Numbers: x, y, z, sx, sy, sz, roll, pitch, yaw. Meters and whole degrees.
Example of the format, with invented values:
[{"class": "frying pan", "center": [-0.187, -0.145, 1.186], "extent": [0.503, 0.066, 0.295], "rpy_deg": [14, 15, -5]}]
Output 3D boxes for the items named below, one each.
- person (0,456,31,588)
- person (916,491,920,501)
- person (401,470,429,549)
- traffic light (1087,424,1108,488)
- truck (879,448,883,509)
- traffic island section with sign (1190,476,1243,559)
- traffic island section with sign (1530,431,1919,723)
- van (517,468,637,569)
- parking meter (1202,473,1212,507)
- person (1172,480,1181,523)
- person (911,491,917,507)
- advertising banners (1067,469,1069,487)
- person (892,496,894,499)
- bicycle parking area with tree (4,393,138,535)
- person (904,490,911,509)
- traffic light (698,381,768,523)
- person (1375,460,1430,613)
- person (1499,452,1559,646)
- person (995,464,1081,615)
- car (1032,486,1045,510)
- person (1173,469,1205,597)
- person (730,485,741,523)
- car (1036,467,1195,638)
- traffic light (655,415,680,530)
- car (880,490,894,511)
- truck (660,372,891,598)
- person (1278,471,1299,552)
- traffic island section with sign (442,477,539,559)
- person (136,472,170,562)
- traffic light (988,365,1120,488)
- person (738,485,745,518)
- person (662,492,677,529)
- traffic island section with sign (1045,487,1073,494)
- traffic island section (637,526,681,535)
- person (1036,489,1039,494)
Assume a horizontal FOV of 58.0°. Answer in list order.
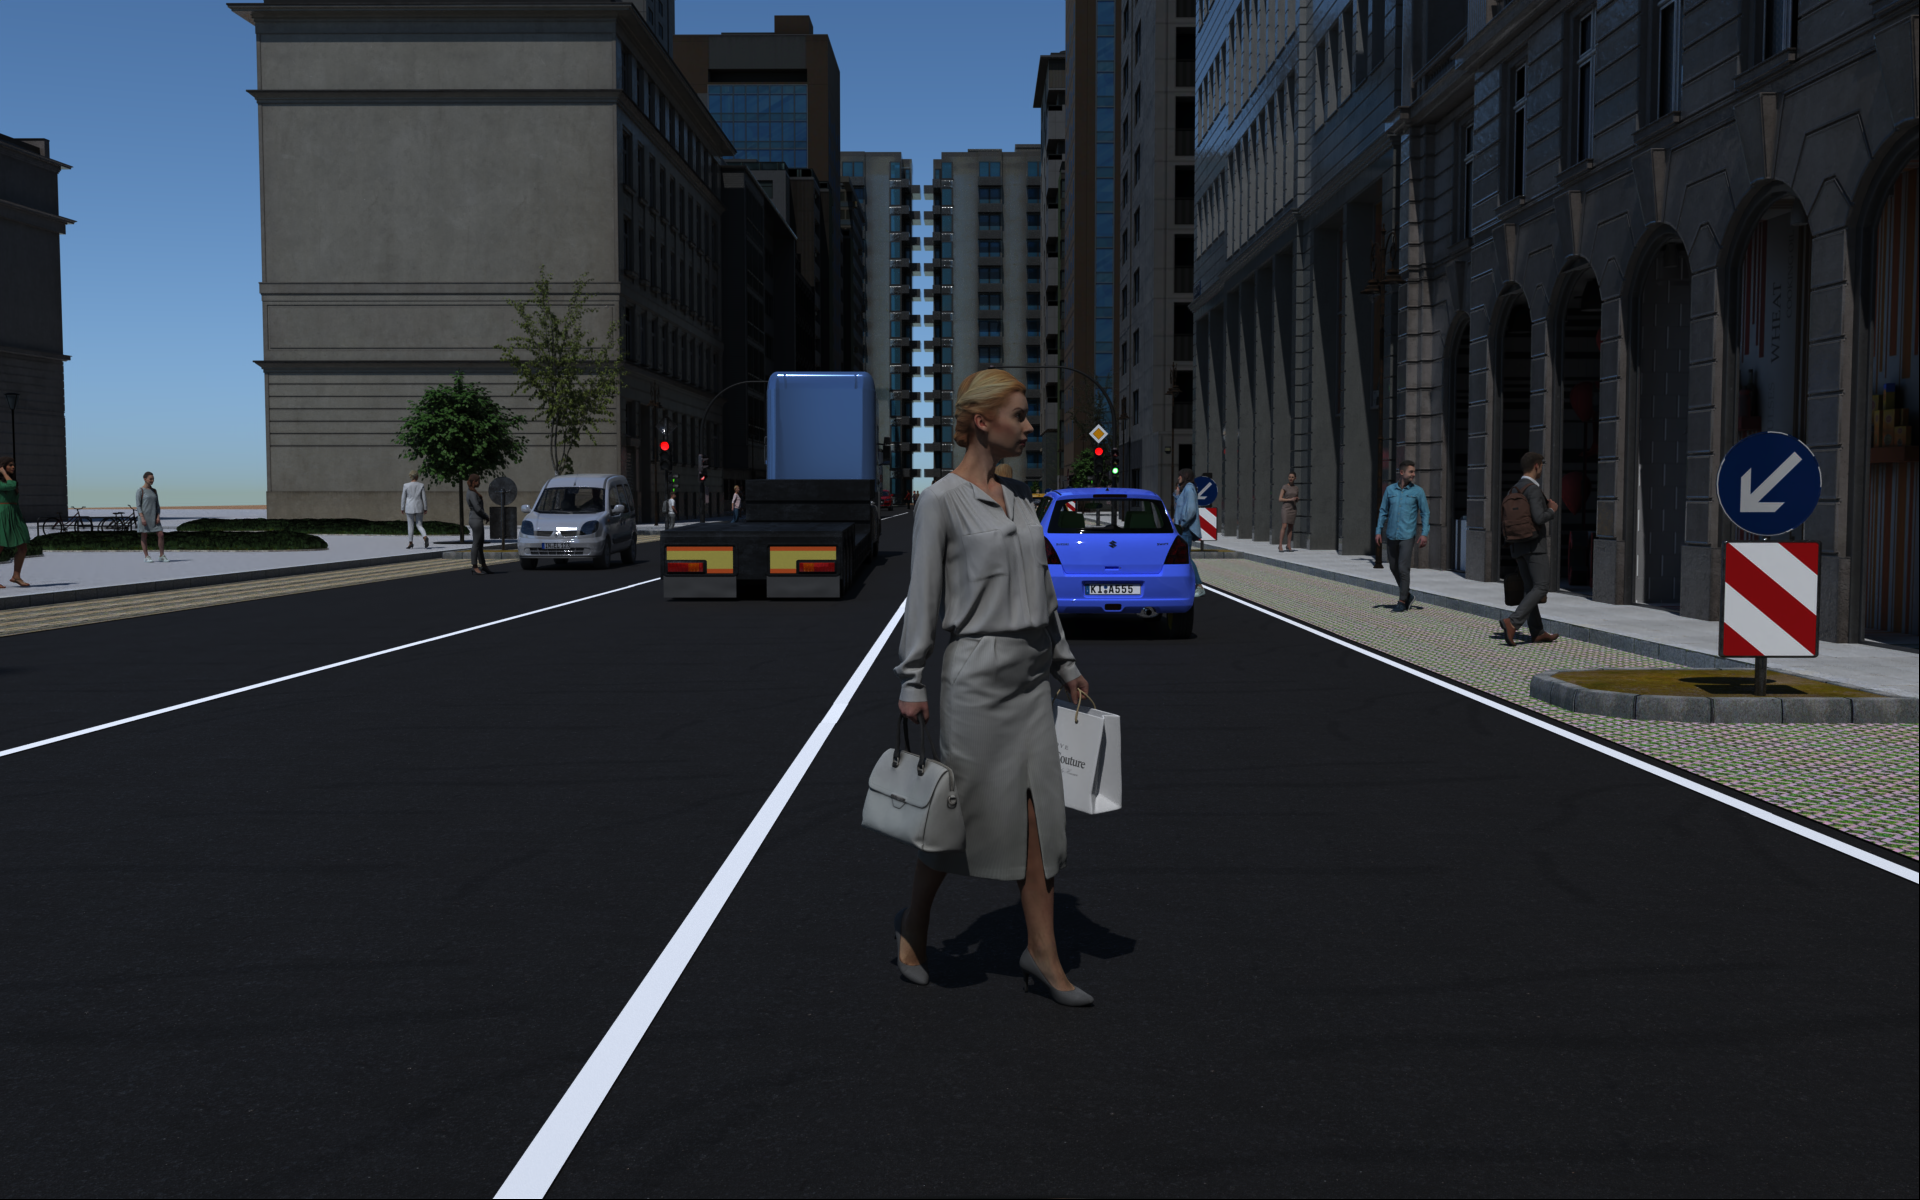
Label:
[{"class": "person", "center": [-13.020, -1.062, 23.652], "extent": [0.529, 1.795, 0.600], "rpy_deg": [0, 4, -6]}, {"class": "person", "center": [-5.062, -12.084, 206.076], "extent": [0.705, 1.823, 1.348], "rpy_deg": [-3, 5, -40]}, {"class": "person", "center": [-12.702, -2.110, 40.423], "extent": [0.818, 1.842, 0.514], "rpy_deg": [3, 5, 45]}, {"class": "traffic light", "center": [5.524, -4.923, 69.412], "extent": [0.839, 4.253, 0.868], "rpy_deg": [0, 4, 1]}, {"class": "truck", "center": [-6.138, -6.959, 102.698], "extent": [2.839, 4.237, 11.283], "rpy_deg": [0, 4, 1]}, {"class": "traffic island section with sign", "center": [5.267, -1.860, 39.039], "extent": [1.989, 1.847, 2.006], "rpy_deg": [0, 4, 1]}, {"class": "traffic island section with sign", "center": [4.997, -0.187, 11.692], "extent": [1.989, 1.847, 2.006], "rpy_deg": [0, 4, 1]}, {"class": "van", "center": [-7.528, -1.668, 34.283], "extent": [2.013, 2.044, 4.112], "rpy_deg": [0, 3, 0]}, {"class": "parking meter", "center": [6.787, -2.568, 47.701], "extent": [0.255, 1.863, 0.399], "rpy_deg": [0, 4, -2]}, {"class": "person", "center": [7.177, -3.070, 56.995], "extent": [0.760, 1.731, 0.466], "rpy_deg": [-3, 4, -38]}, {"class": "person", "center": [-4.638, -9.948, 171.687], "extent": [0.750, 1.759, 0.617], "rpy_deg": [-1, 4, -20]}, {"class": "advertising banners", "center": [7.512, -7.477, 118.440], "extent": [0.090, 3.025, 2.074], "rpy_deg": [0, 4, -5]}, {"class": "person", "center": [-7.406, -10.408, 179.383], "extent": [1.217, 1.736, 0.721], "rpy_deg": [-2, 4, -26]}, {"class": "bicycle parking area with tree", "center": [-29.053, -3.880, 50.442], "extent": [8.231, 4.147, 9.016], "rpy_deg": [3, 5, 40]}, {"class": "person", "center": [-4.831, -9.359, 161.463], "extent": [0.705, 1.831, 1.348], "rpy_deg": [1, 4, 22]}, {"class": "traffic light", "center": [-8.244, -5.804, 69.567], "extent": [4.771, 5.953, 1.251], "rpy_deg": [0, 4, 1]}, {"class": "person", "center": [5.425, -0.774, 21.022], "extent": [0.748, 1.841, 0.638], "rpy_deg": [-3, 5, -44]}, {"class": "person", "center": [5.382, -0.489, 16.454], "extent": [0.822, 1.834, 0.622], "rpy_deg": [-1, 4, -23]}, {"class": "person", "center": [0.869, -0.747, 20.924], "extent": [1.509, 1.804, 0.699], "rpy_deg": [2, 4, 32]}, {"class": "car", "center": [1.832, -1.906, 41.388], "extent": [2.015, 1.641, 3.980], "rpy_deg": [0, 3, 0]}, {"class": "person", "center": [3.220, -0.954, 24.365], "extent": [0.793, 1.790, 0.793], "rpy_deg": [-2, 4, -32]}, {"class": "person", "center": [-8.159, -3.243, 62.201], "extent": [0.598, 1.740, 0.731], "rpy_deg": [-1, 4, -9]}, {"class": "car", "center": [1.462, -0.545, 18.507], "extent": [1.945, 1.707, 3.694], "rpy_deg": [0, 4, -1]}, {"class": "traffic light", "center": [-10.415, -4.443, 61.568], "extent": [0.839, 4.253, 0.868], "rpy_deg": [0, 4, 1]}, {"class": "car", "center": [-6.811, -8.554, 148.530], "extent": [2.281, 1.827, 5.304], "rpy_deg": [0, 4, 0]}, {"class": "truck", "center": [-2.945, -2.601, 32.280], "extent": [2.967, 4.110, 18.799], "rpy_deg": [0, 4, -1]}, {"class": "person", "center": [7.293, -1.954, 38.337], "extent": [0.599, 1.781, 0.374], "rpy_deg": [-2, 4, -24]}, {"class": "traffic island section with sign", "center": [-10.352, -1.849, 38.863], "extent": [1.989, 1.847, 2.006], "rpy_deg": [0, 4, 1]}, {"class": "person", "center": [-15.225, -1.558, 32.518], "extent": [0.522, 1.701, 0.512], "rpy_deg": [2, 4, 27]}, {"class": "traffic light", "center": [3.353, -5.299, 61.307], "extent": [4.771, 5.953, 1.251], "rpy_deg": [0, 4, 1]}, {"class": "person", "center": [-11.926, -5.391, 94.546], "extent": [0.532, 1.782, 0.716], "rpy_deg": [0, 4, 6]}, {"class": "person", "center": [-9.316, -2.738, 55.860], "extent": [0.503, 1.515, 0.523], "rpy_deg": [2, 4, 24]}, {"class": "traffic island section with sign", "center": [5.813, -5.229, 94.123], "extent": [1.989, 1.847, 2.006], "rpy_deg": [0, 4, 1]}, {"class": "traffic island section", "center": [-10.455, -2.411, 61.703], "extent": [2.009, 0.180, 2.903], "rpy_deg": [0, 4, 1]}, {"class": "person", "center": [6.054, -7.796, 136.148], "extent": [0.728, 1.800, 0.709], "rpy_deg": [-2, 4, -35]}]
